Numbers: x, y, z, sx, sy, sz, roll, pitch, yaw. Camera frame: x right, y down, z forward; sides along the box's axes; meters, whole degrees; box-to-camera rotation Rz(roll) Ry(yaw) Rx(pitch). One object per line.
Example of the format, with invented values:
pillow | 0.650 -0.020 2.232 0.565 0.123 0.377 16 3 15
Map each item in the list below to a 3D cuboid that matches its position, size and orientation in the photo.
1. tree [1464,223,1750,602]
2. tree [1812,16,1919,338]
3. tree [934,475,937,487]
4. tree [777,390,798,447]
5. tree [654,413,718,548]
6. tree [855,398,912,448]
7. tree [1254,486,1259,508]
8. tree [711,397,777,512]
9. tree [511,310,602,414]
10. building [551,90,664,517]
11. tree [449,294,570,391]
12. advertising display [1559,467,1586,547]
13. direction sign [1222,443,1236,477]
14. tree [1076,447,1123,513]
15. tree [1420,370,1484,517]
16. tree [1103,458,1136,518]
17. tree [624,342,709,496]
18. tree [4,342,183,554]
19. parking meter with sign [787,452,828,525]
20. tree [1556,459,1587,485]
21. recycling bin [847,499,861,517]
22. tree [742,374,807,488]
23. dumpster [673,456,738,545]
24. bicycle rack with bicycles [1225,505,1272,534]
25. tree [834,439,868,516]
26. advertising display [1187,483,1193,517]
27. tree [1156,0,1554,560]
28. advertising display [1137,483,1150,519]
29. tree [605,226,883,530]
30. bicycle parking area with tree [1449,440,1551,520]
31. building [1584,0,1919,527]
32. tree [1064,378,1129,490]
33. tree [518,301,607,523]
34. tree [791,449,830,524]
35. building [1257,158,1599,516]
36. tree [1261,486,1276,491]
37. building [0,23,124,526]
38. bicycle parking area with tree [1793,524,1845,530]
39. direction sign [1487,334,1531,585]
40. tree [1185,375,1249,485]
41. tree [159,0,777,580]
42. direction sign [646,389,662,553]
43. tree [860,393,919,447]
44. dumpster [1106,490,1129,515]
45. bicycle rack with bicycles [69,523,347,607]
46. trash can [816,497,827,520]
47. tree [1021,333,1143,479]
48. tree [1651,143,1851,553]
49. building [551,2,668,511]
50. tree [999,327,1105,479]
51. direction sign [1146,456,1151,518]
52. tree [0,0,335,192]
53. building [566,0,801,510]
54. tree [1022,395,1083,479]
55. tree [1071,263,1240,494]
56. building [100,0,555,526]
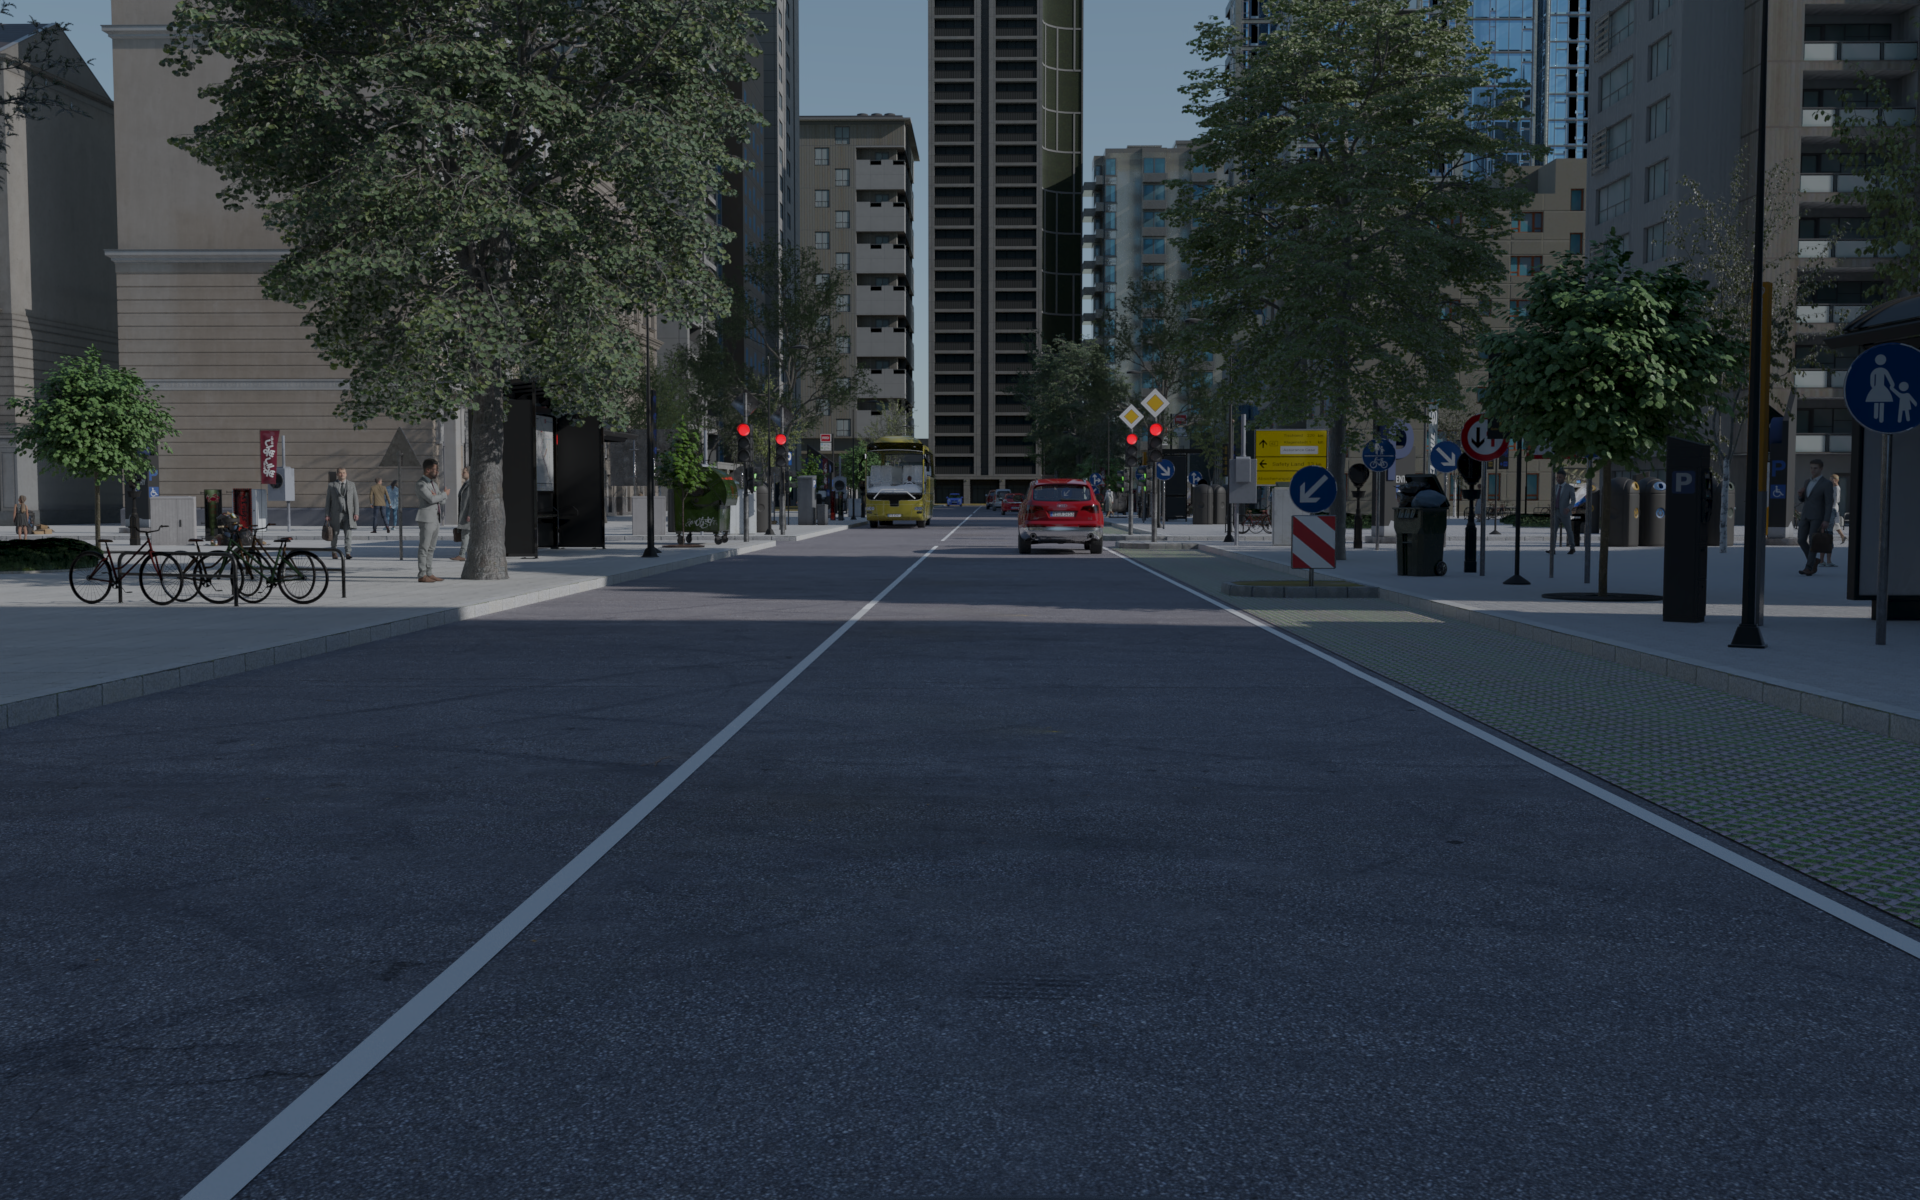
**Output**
tree | 7.927 -2.288 21.117 4.285 4.588 4.351 0 3 0
tree | 13.068 -4.354 21.545 4.737 8.622 4.395 0 3 0
tree | -4.106 -12.203 183.237 4.285 4.588 4.351 0 3 0
tree | -13.386 -10.560 123.016 4.360 8.622 3.978 0 3 0
tree | -6.565 -2.882 41.724 1.663 3.219 1.824 0 3 0
tree | -5.612 -11.173 133.038 4.737 8.622 4.395 0 3 0
tree | 21.114 -7.906 123.869 1.663 3.219 1.824 0 3 0
tree | -14.382 -9.964 113.266 4.360 8.622 3.978 0 3 0
tree | -15.922 -7.170 67.596 4.737 8.622 4.395 0 3 0
building | -25.587 -18.563 100.766 12.463 27.353 25.104 0 4 1
tree | -15.434 -6.672 59.447 4.360 8.622 3.978 0 3 0
advertising display | 14.943 -2.260 42.157 0.974 1.923 0.123 -2 4 -29
direction sign | 12.093 -5.253 77.890 0.379 3.537 0.876 -2 4 -32
tree | 9.681 -8.201 117.806 4.285 4.588 4.351 0 3 0
tree | 27.658 -8.894 95.773 4.360 8.622 3.978 0 3 0
tree | 8.431 -6.013 92.917 1.663 3.219 1.824 0 3 0
tree | -14.533 -8.114 83.031 4.737 8.622 4.395 0 3 0
tree | -18.681 -3.293 37.546 4.285 4.588 4.351 0 3 0
parking meter with sign | -6.300 -4.590 71.314 1.738 3.016 0.543 1 4 16
tree | 33.512 -8.958 96.821 4.737 8.622 4.395 0 3 0
recycling bin | -5.947 -5.181 97.266 0.722 1.027 0.722 -1 4 -8
tree | -11.623 -9.466 105.125 4.737 8.622 4.395 0 3 0
dumpster | -6.578 -2.562 44.382 1.502 2.255 1.985 0 4 1
bicycle rack with bicycles | 10.003 -2.643 56.603 2.925 0.926 2.852 -1 4 -9
tree | -5.915 -7.365 104.136 4.285 4.588 4.351 0 3 0
advertising display | 12.804 -5.624 97.164 0.123 1.923 0.974 -1 4 -16
tree | 7.510 -7.075 33.805 7.486 12.596 7.792 0 3 0
advertising display | 9.646 -5.252 91.081 0.123 1.923 0.974 -2 4 -28
tree | -6.548 -7.769 61.434 8.767 10.594 7.601 2 4 31
bicycle parking area with tree | 27.466 -6.238 88.994 9.016 4.147 8.231 -1 4 -9
building | 35.782 -23.820 73.059 14.086 41.232 14.154 0 4 1
tree | 8.913 -9.804 110.659 4.360 8.622 3.978 0 3 0
tree | -15.971 -8.646 75.773 7.601 10.594 8.767 0 4 6
tree | -6.431 -4.893 74.601 1.663 3.219 1.824 0 3 0
building | 35.744 -16.470 114.329 27.650 21.520 28.899 0 4 1
tree | 19.277 -6.736 104.735 1.663 3.219 1.824 0 3 0
building | -46.354 -13.712 73.341 18.267 20.994 9.793 0 4 1
bicycle parking area with tree | 34.763 -4.567 61.677 9.016 4.147 8.231 -1 4 -20
direction sign | 7.914 -1.989 24.511 0.876 3.537 0.379 1 4 18
tree | 15.418 -9.479 105.341 4.737 8.622 4.395 0 3 0
tree | -7.197 -7.291 25.864 9.857 13.997 8.962 0 3 0
direction sign | -6.685 -2.789 37.604 0.379 3.537 0.876 0 4 2
tree | -4.903 -10.756 126.222 4.360 8.622 3.978 0 3 0
dumpster | 9.497 -6.059 104.820 1.264 1.857 1.865 0 4 1
bicycle rack with bicycles | -8.655 -0.448 20.700 2.925 0.926 2.852 1 4 23
trash can | -7.044 -4.629 87.331 0.748 1.137 0.748 0 3 0
tree | 9.684 -14.074 136.761 9.857 13.997 8.962 0 3 0
tree | 16.842 -5.330 37.504 4.360 8.622 3.978 0 3 0
building | -28.334 -42.902 139.697 20.563 71.187 20.611 0 4 1
tree | 9.555 -20.977 198.859 12.611 20.169 13.585 0 3 0
direction sign | 10.352 -6.283 94.730 0.379 3.537 0.876 -2 4 -33
tree | -7.817 -6.173 11.292 12.009 13.543 11.850 0 3 0
building | -27.898 -45.407 180.662 20.611 71.187 20.563 0 4 1
tree | 10.064 -15.154 173.525 9.928 11.665 9.643 0 3 0
tree | 7.848 -8.356 71.035 7.601 10.594 8.767 -3 5 -41
building | -26.974 -17.874 78.143 13.634 28.700 20.117 0 4 1
